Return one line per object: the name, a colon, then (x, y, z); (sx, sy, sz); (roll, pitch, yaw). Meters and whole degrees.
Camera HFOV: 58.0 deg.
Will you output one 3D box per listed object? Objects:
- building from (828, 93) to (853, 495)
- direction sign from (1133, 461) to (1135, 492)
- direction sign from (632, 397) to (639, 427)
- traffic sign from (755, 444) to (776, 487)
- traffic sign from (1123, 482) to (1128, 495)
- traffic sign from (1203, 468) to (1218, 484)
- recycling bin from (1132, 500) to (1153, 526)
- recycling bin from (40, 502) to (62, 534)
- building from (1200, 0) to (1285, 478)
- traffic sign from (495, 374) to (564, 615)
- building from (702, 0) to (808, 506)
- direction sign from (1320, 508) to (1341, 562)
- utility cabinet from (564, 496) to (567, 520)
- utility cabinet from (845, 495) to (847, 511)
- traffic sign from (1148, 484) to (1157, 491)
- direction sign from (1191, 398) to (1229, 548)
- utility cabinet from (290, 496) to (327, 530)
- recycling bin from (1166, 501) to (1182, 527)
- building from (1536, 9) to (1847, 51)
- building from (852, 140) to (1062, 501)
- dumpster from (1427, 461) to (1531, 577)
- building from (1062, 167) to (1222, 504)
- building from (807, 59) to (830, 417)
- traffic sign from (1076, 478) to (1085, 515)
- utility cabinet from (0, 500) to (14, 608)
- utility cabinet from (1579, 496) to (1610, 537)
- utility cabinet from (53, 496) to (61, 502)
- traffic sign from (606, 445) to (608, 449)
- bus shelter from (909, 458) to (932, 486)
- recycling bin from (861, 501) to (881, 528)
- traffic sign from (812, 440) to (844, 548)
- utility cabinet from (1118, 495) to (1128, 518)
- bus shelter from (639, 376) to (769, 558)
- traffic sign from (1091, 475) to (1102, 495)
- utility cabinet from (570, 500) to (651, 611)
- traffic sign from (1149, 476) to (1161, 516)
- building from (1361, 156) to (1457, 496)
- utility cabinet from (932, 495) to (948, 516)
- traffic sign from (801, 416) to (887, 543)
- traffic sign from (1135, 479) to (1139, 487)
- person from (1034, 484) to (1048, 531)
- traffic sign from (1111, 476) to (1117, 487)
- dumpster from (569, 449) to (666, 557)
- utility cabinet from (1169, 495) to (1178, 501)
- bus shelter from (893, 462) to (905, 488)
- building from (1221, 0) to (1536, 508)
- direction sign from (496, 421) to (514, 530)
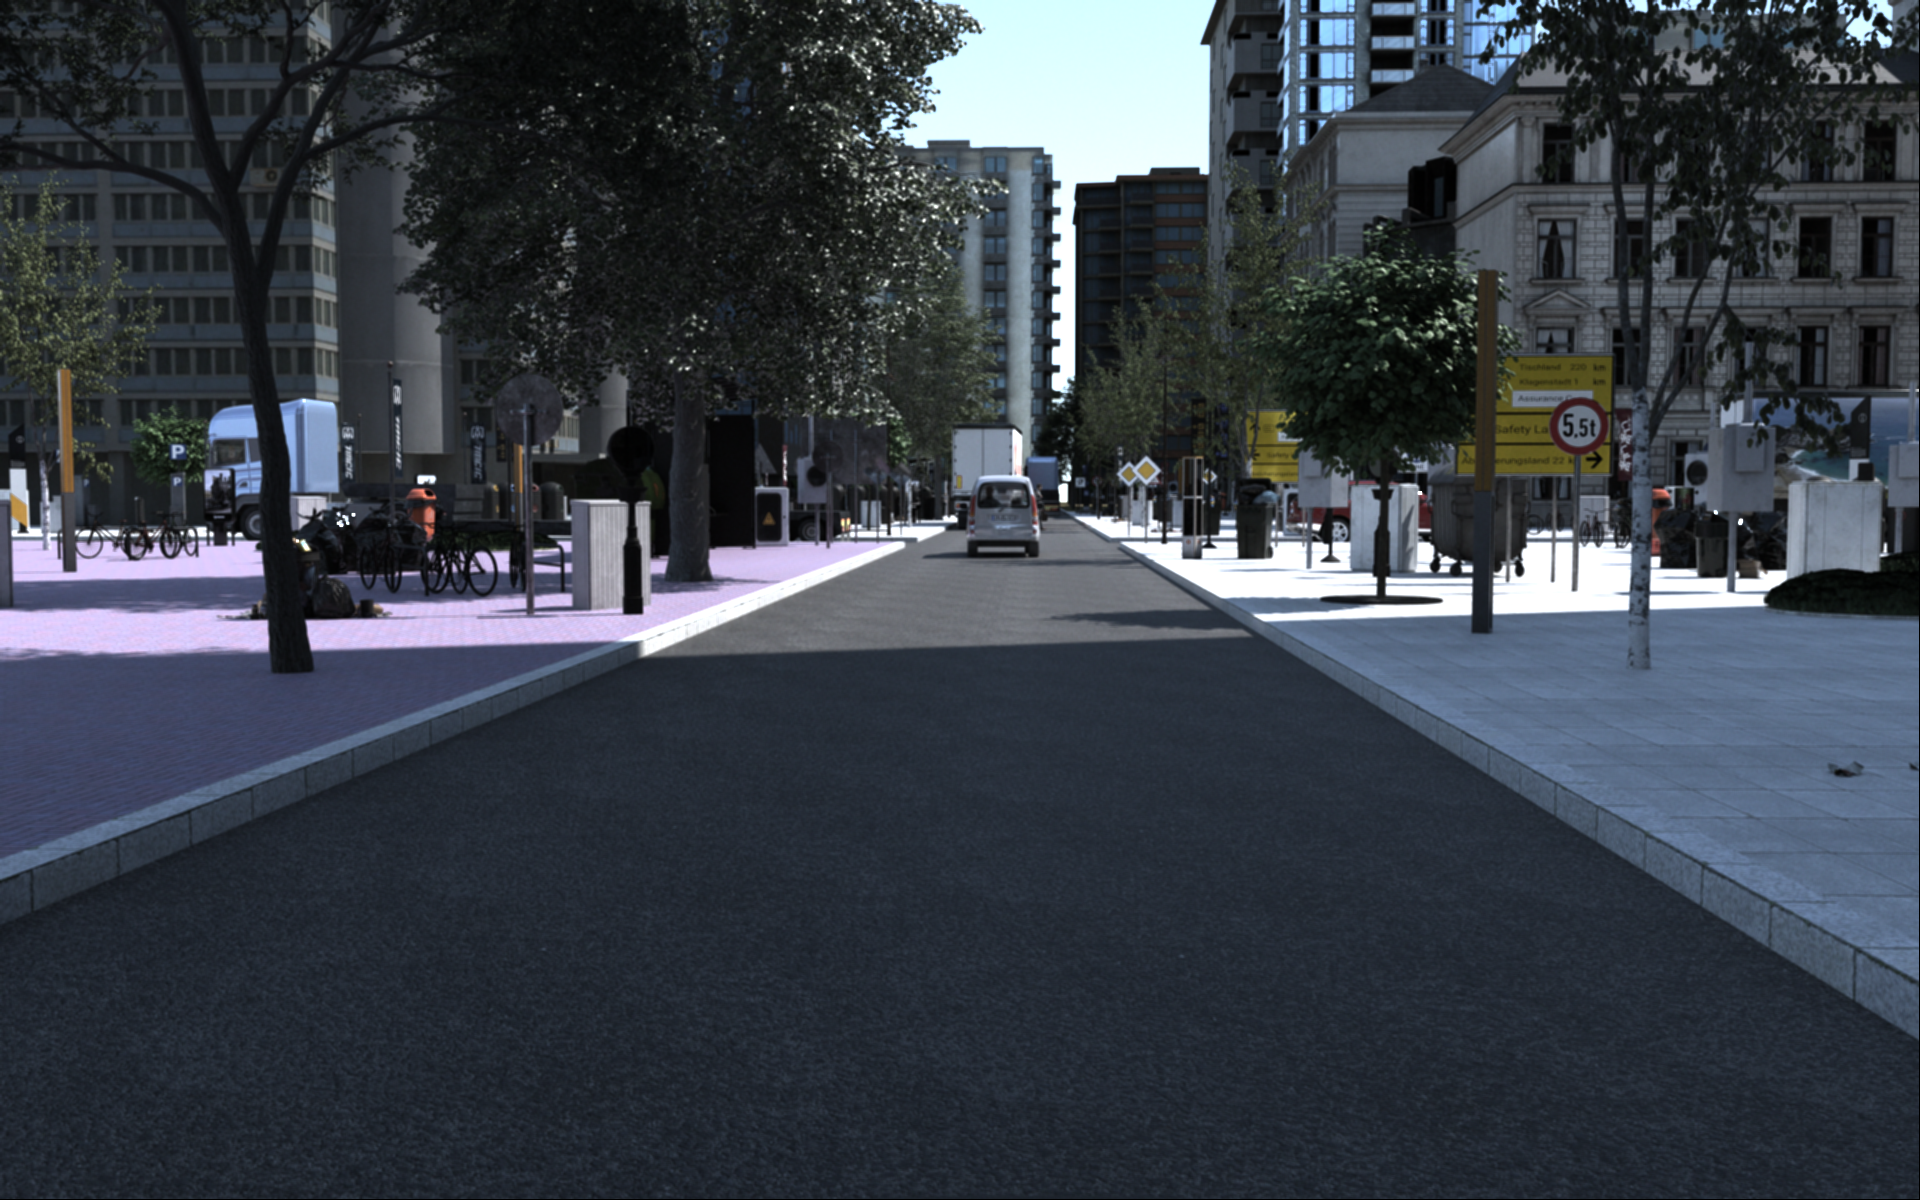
building: (-22.256, -45.340, 179.561); (20.611, 71.187, 20.563); (0, 4, 2)
direction sign: (10.749, -7.015, 106.684); (0.379, 3.537, 0.876); (1, 4, 17)
direction sign: (-6.772, -2.822, 38.136); (0.876, 3.537, 0.379); (0, 4, 2)
traffic sign: (-5.162, -2.729, 44.615); (0.884, 2.594, 0.081); (1, 4, 9)
traffic sign: (9.248, -5.867, 96.025); (0.768, 2.556, 0.104); (1, 4, 9)
traffic sign: (10.739, -4.510, 74.922); (0.795, 2.450, 0.064); (1, 4, 11)
recycling bin: (7.424, -3.544, 70.492); (0.722, 1.027, 0.722); (1, 4, 18)
recycling bin: (-29.499, -2.683, 56.419); (0.722, 1.027, 0.722); (-1, 4, -20)
building: (39.666, -35.772, 174.111); (28.713, 52.752, 27.495); (0, 4, 2)
traffic sign: (-4.575, -1.117, 18.372); (0.768, 2.556, 0.104); (1, 4, 9)
building: (-19.769, -29.682, 135.413); (14.600, 45.320, 14.200); (0, 4, 2)
direction sign: (6.987, -2.481, 32.564); (0.876, 3.537, 0.379); (-3, 5, -45)
utility cabinet: (-15.361, -3.351, 65.956); (1.020, 1.237, 0.306); (3, 5, 43)
utility cabinet: (-8.022, -6.821, 122.678); (0.306, 1.237, 1.020); (3, 5, 39)
traffic sign: (12.217, -6.604, 110.112); (0.606, 2.300, 0.079); (1, 4, 9)
direction sign: (5.907, -2.997, 40.992); (0.876, 3.537, 0.379); (0, 4, 7)
utility cabinet: (-17.138, -2.106, 45.593); (0.306, 1.237, 1.020); (2, 4, 24)
recycling bin: (8.296, -3.327, 66.955); (0.722, 1.027, 0.722); (0, 4, -7)
building: (71.112, -33.946, 174.622); (30.456, 49.044, 23.786); (0, 4, 2)
building: (-1.518, -37.747, 236.773); (30.456, 49.044, 23.786); (0, 4, 2)
dumpster: (8.263, -1.336, 27.597); (1.264, 1.857, 1.865); (0, 4, 2)
building: (28.097, -35.480, 234.714); (28.867, 44.769, 22.147); (0, 4, 2)
building: (-19.037, -28.504, 149.636); (14.154, 41.232, 14.086); (0, 4, 2)
traffic sign: (7.435, -6.414, 107.001); (0.606, 2.300, 0.079); (0, 4, 3)
utility cabinet: (-11.256, -0.510, 19.503); (1.020, 1.237, 0.306); (-2, 4, -26)
utility cabinet: (19.000, -2.507, 52.154); (0.306, 1.237, 1.020); (-3, 5, -40)
utility cabinet: (-32.386, -3.141, 62.521); (1.020, 1.237, 0.306); (3, 5, 43)
traffic sign: (-7.373, -2.305, 37.796); (0.768, 2.556, 0.104); (1, 4, 11)
bus shelter: (-2.911, -7.554, 114.784); (1.731, 3.624, 6.357); (0, 4, 3)
recycling bin: (-3.398, -3.264, 65.923); (0.722, 1.027, 0.722); (0, 4, -8)
traffic sign: (-3.116, -2.494, 40.880); (0.768, 2.556, 0.104); (0, 4, 5)
utility cabinet: (8.826, -4.951, 92.112); (0.306, 1.237, 1.020); (-2, 4, -28)
bus shelter: (-5.442, -2.838, 37.676); (1.731, 3.624, 6.357); (0, 4, 2)
traffic sign: (9.352, -7.222, 118.182); (0.768, 2.556, 0.104); (1, 4, 10)
utility cabinet: (-3.920, -0.512, 19.527); (0.306, 1.237, 1.020); (2, 4, 31)
traffic sign: (10.419, -5.710, 93.369); (0.884, 2.594, 0.081); (0, 4, 4)
building: (30.145, -13.839, 93.718); (16.820, 18.784, 16.811); (0, 4, 2)
utility cabinet: (-1.157, -5.610, 102.881); (1.020, 1.237, 0.306); (1, 4, 17)
traffic sign: (-3.054, -3.157, 45.483); (2.265, 3.308, 0.079); (0, 4, 4)
traffic sign: (12.444, -7.227, 119.346); (0.795, 2.450, 0.064); (1, 4, 9)
person: (3.022, -3.640, 67.986); (0.822, 1.834, 0.622); (0, 4, 5)
traffic sign: (10.860, -7.416, 121.349); (0.768, 2.556, 0.104); (1, 4, 10)
dumpster: (-6.637, -1.902, 33.591); (1.502, 2.255, 1.985); (0, 4, 2)
utility cabinet: (11.059, -4.958, 92.228); (1.020, 1.237, 0.306); (0, 4, 1)
bus shelter: (-4.263, -6.424, 96.314); (1.731, 3.624, 6.357); (0, 4, 3)
building: (35.018, -50.849, 144.056); (22.319, 86.520, 31.000); (0, 4, 2)
direction sign: (-10.959, -3.066, 42.126); (0.876, 3.537, 0.379); (2, 4, 34)
